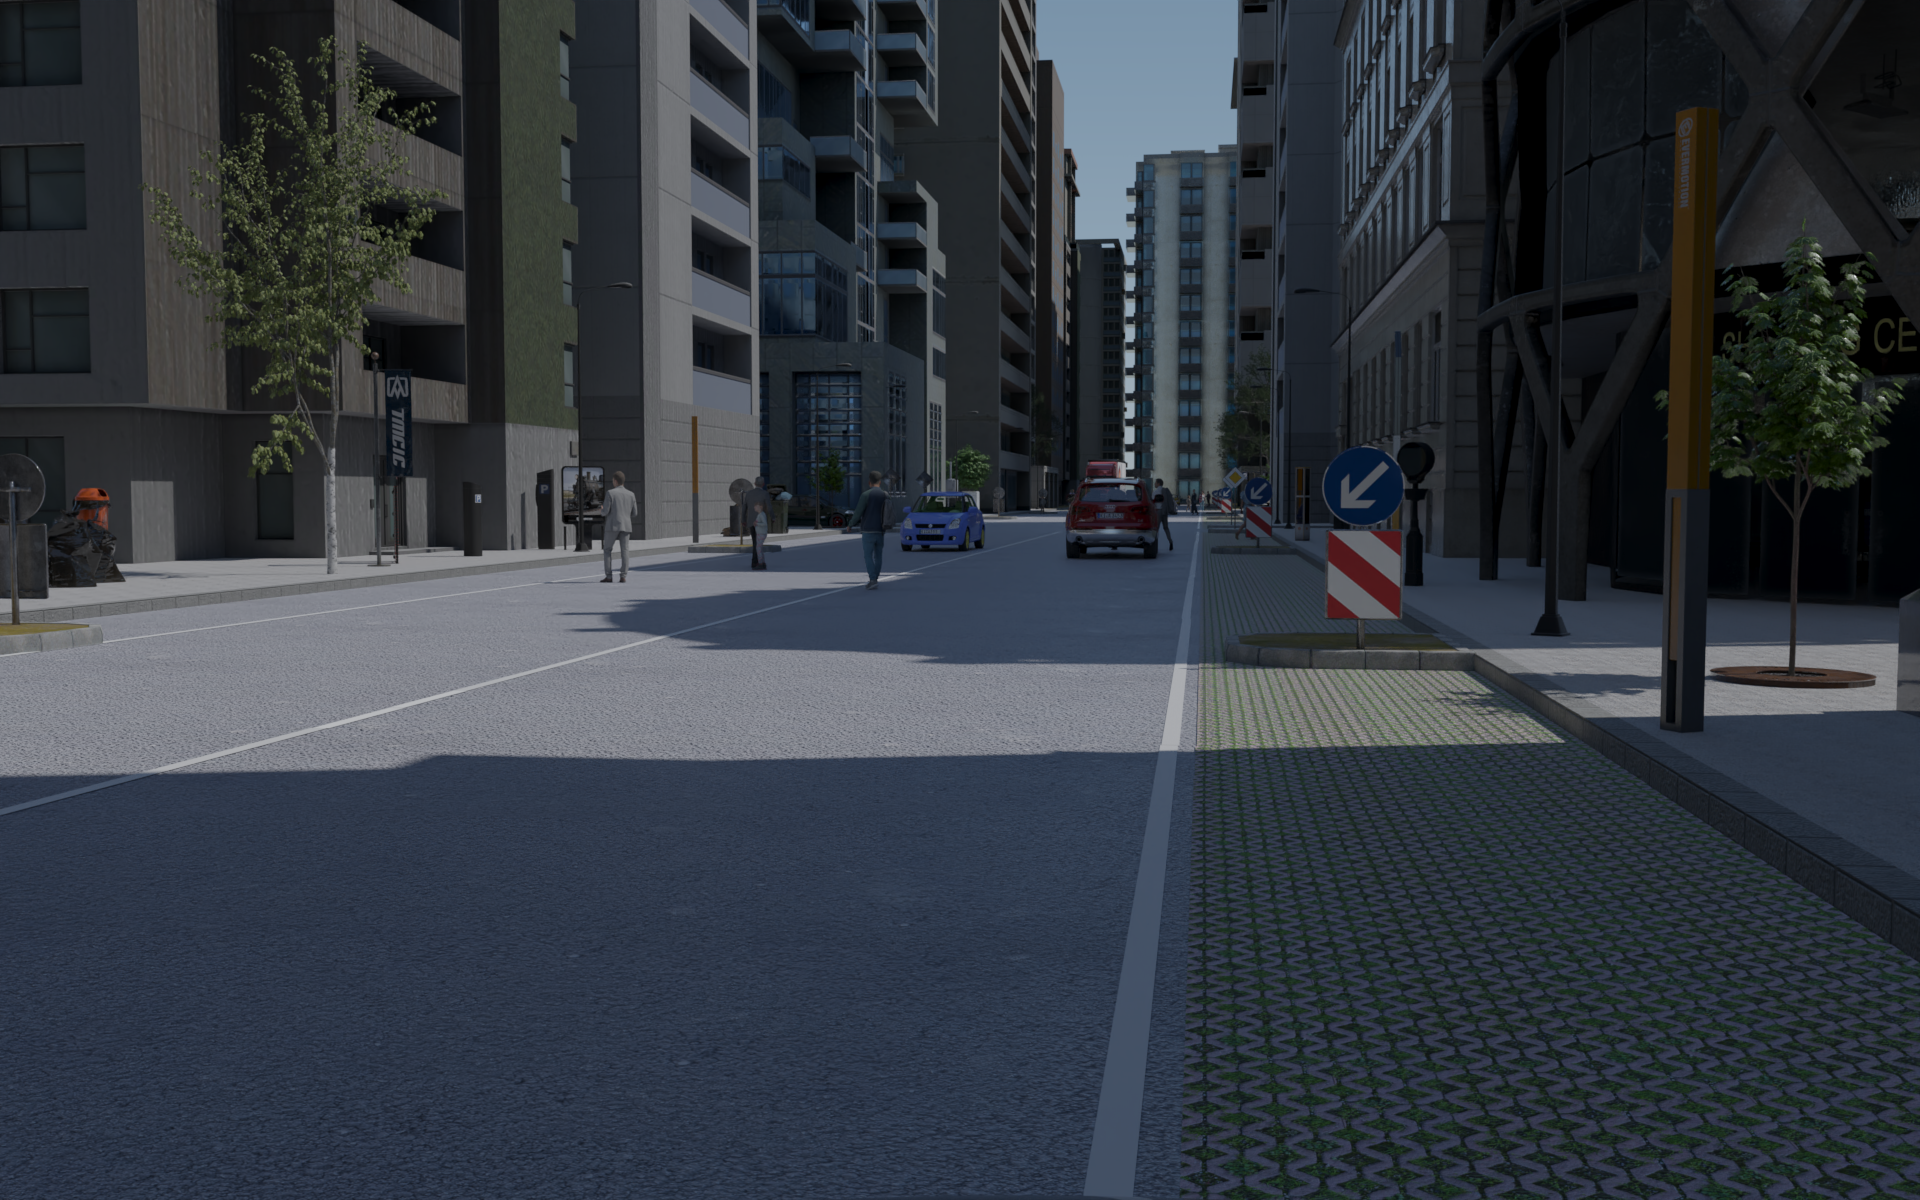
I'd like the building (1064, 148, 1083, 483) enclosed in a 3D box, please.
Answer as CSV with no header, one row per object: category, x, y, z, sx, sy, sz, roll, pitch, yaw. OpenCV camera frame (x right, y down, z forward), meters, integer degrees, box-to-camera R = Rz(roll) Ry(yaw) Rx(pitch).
building,1.508,-34.217,214.079,28.867,44.769,22.147,0,4,8

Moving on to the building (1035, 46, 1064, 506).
building,3.119,-32.227,177.025,14.600,45.320,14.200,0,4,8

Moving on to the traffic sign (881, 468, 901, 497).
traffic sign,-2.621,-3.794,65.681,0.795,2.450,0.064,0,4,8

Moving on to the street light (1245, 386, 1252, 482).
street light,13.037,-6.201,73.935,1.470,5.913,1.316,0,4,8

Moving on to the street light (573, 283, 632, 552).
street light,-7.886,-4.020,38.274,1.470,5.913,1.316,0,4,8

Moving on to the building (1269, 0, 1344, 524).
building,28.669,-32.709,76.796,28.212,58.520,21.231,0,4,8

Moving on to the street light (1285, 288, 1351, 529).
street light,8.212,-4.069,39.076,1.470,5.913,1.316,0,4,8

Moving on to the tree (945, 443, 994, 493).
tree,0.612,-7.712,109.799,4.285,4.588,4.351,0,3,0

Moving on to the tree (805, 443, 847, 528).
tree,-4.795,-4.331,65.420,1.663,3.219,1.824,0,3,0

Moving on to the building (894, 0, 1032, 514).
building,-6.565,-30.523,122.760,21.300,48.544,21.600,0,4,8

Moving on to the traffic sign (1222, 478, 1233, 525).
traffic sign,11.255,-4.168,71.782,0.795,2.450,0.064,0,4,8

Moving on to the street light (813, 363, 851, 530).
street light,-4.550,-5.454,61.712,1.470,5.913,1.316,0,4,8

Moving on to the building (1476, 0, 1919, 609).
building,15.648,-9.528,23.233,16.820,18.784,16.811,0,4,8

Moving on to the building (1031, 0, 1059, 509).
building,-1.400,-44.102,159.325,20.563,71.187,20.611,0,4,8

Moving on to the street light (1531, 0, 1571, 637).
street light,4.833,-2.636,15.644,1.470,5.913,1.316,0,4,8

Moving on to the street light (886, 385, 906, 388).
street light,-2.989,-6.183,73.634,1.470,5.913,1.316,0,4,8

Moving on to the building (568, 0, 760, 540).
building,-21.521,-31.481,56.708,28.212,58.520,21.231,0,4,8

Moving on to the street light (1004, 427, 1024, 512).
street light,3.730,-9.070,120.832,1.470,5.913,1.316,0,4,8

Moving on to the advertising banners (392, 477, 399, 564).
advertising banners,-10.444,-2.193,32.037,0.090,3.025,2.074,-1,4,-19

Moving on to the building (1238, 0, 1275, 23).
building,33.632,-32.724,124.271,28.713,52.752,27.495,0,4,8

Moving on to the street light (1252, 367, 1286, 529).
street light,11.555,-5.569,63.592,1.470,5.913,1.316,0,4,8

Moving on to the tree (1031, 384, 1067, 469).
tree,4.387,-12.427,137.589,8.767,10.594,7.601,0,4,7

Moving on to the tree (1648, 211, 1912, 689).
tree,5.846,-1.056,11.875,1.663,3.219,1.824,0,3,0

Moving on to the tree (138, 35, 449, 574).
tree,-10.312,-4.722,27.560,4.737,8.622,4.395,0,3,0

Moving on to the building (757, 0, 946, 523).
building,-12.096,-47.409,87.803,22.319,86.520,31.000,0,4,8

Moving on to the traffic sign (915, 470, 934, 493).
traffic sign,-1.511,-4.278,73.589,0.795,2.450,0.064,0,4,8

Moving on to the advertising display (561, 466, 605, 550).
advertising display,-8.645,-2.112,39.753,0.974,1.923,0.123,-1,4,-20

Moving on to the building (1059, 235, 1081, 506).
building,5.820,-25.699,191.874,14.160,30.474,14.107,0,4,8

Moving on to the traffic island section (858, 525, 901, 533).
traffic island section,-2.646,-2.658,65.746,2.009,0.180,2.903,0,4,8

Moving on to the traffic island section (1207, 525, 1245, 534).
traffic island section,10.170,-2.548,63.949,2.009,0.180,2.903,0,4,8

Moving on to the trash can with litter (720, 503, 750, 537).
trash can with litter,-6.746,-2.486,52.026,1.055,1.170,0.624,2,4,30

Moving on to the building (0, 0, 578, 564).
building,-17.495,-16.239,37.212,14.160,30.474,14.107,0,4,8

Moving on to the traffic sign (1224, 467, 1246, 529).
traffic sign,10.145,-3.684,63.875,0.795,2.450,0.064,0,4,8

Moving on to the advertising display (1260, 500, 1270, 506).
advertising display,16.851,-5.551,95.972,0.974,1.923,0.123,-2,4,-35

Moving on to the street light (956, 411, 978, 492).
street light,0.332,-7.637,97.402,1.470,5.913,1.316,0,4,8

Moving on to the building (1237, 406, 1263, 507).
building,37.748,-33.149,165.686,21.300,48.544,21.600,0,4,8

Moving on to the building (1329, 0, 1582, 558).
building,18.876,-13.083,47.183,16.112,22.955,30.059,0,4,8

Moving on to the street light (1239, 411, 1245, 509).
street light,16.350,-7.635,97.377,1.470,5.913,1.316,0,4,8

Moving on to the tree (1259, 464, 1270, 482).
tree,16.881,-6.051,93.528,1.663,3.219,1.824,0,3,0

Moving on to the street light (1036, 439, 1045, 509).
street light,7.020,-10.523,144.594,1.470,5.913,1.316,0,4,8

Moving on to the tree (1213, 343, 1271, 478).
tree,19.028,-10.597,107.667,7.601,10.594,8.767,-2,4,-28
